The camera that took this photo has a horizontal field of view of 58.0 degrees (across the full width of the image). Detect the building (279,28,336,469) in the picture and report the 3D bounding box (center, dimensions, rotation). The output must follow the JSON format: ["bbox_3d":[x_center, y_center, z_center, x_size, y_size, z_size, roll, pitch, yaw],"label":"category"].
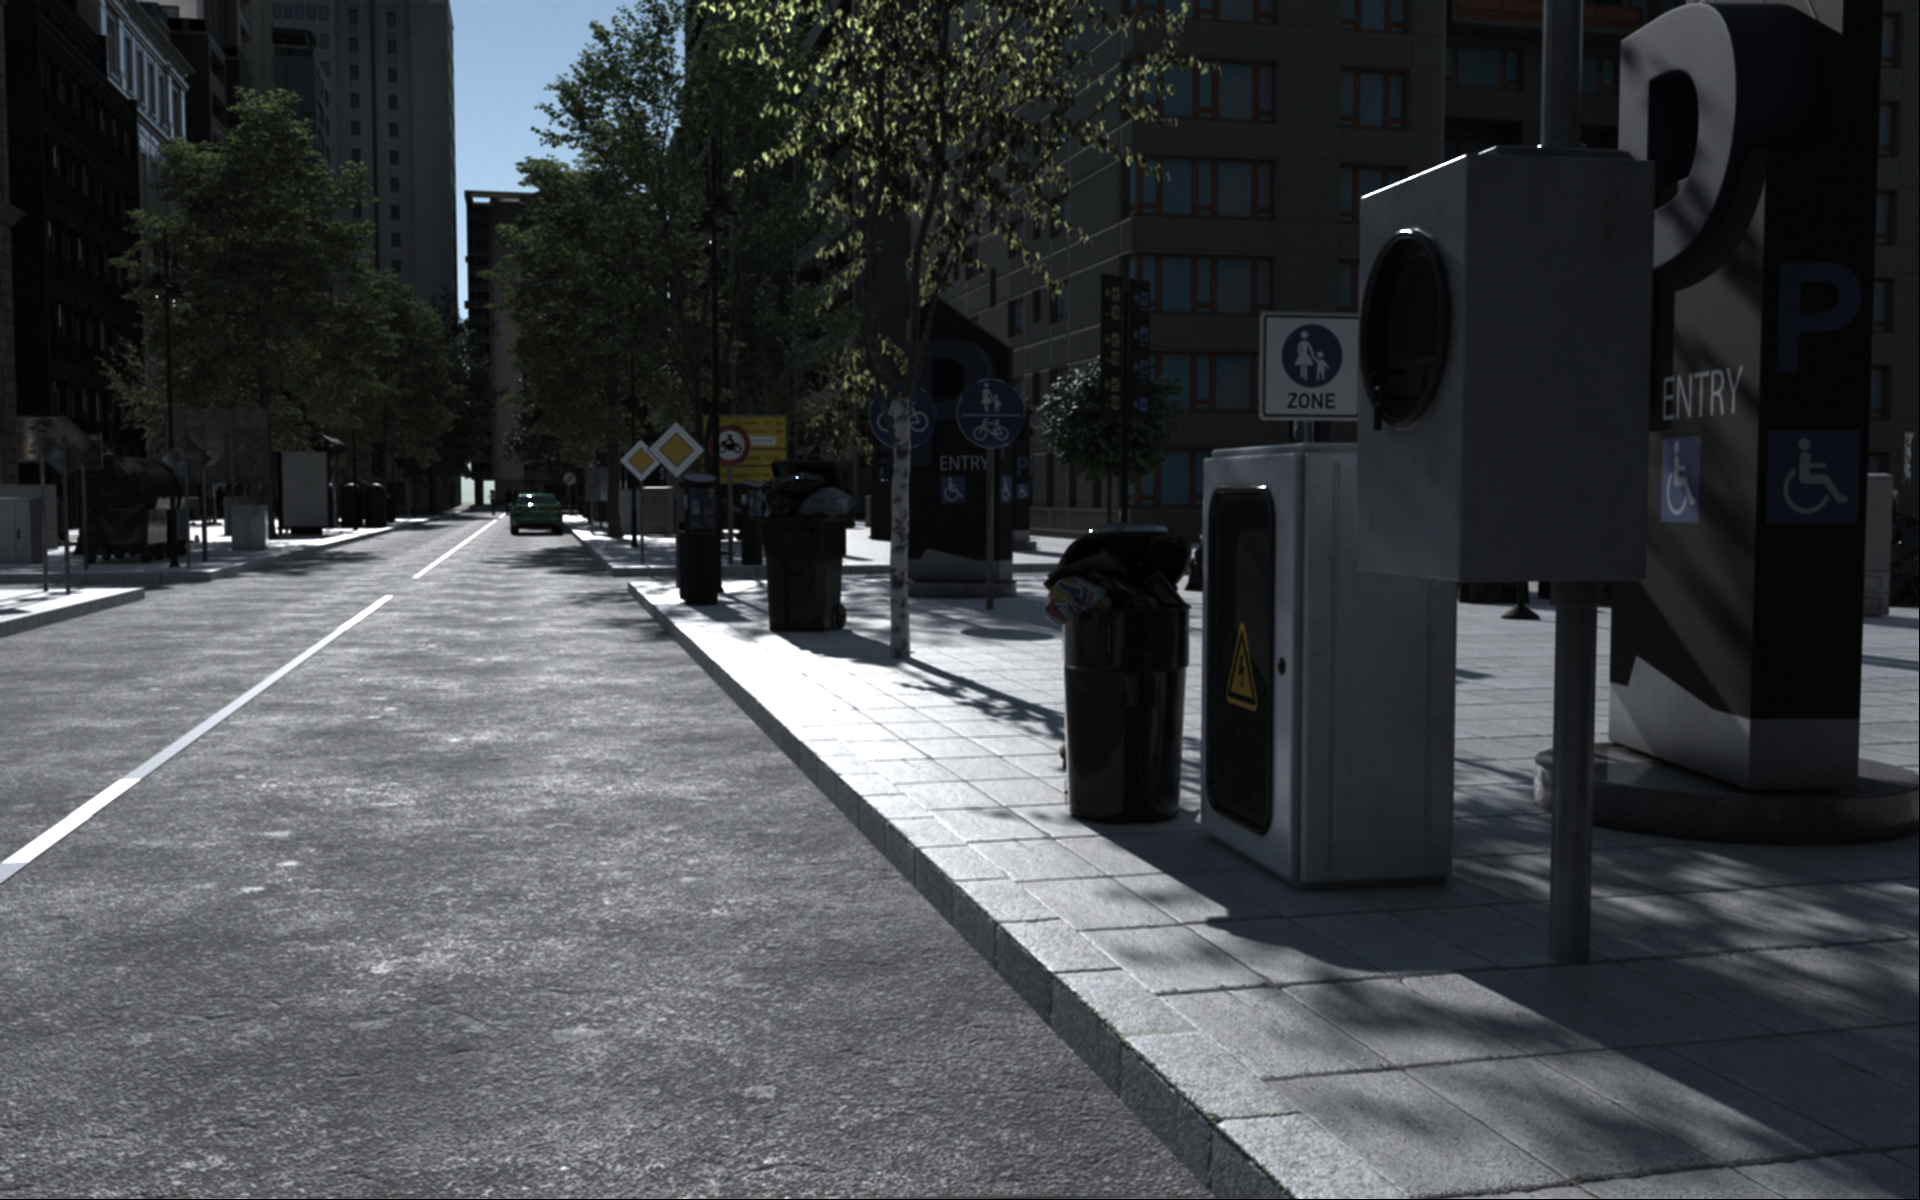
[{"bbox_3d":[-63.442,-28.773,154.040,14.086,41.232,14.154,-1,4,-14],"label":"building"}]

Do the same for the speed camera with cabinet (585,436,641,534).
[{"bbox_3d":[-11.364,-3.825,56.876,2.038,3.252,0.660,2,4,32],"label":"speed camera with cabinet"}]

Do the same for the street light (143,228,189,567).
[{"bbox_3d":[-13.845,-3.521,30.349,0.468,5.910,1.993,-1,4,-14],"label":"street light"}]

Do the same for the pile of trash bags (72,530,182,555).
[{"bbox_3d":[-18.038,-1.741,38.219,1.912,1.369,3.447,0,4,-4],"label":"pile of trash bags"}]

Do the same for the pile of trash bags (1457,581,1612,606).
[{"bbox_3d":[7.547,-0.666,20.650,3.447,1.369,1.912,1,4,20],"label":"pile of trash bags"}]

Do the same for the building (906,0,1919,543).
[{"bbox_3d":[15.127,-13.206,60.952,28.899,21.520,27.650,-1,4,-14],"label":"building"}]

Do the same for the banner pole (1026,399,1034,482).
[{"bbox_3d":[1.824,-3.381,45.291,0.401,3.779,0.863,-1,4,-10],"label":"banner pole"}]

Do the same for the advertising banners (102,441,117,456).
[{"bbox_3d":[-27.768,-3.781,58.014,0.090,3.025,2.074,2,4,26],"label":"advertising banners"}]

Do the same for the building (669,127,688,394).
[{"bbox_3d":[-27.282,-34.121,207.983,14.200,45.320,14.600,-1,4,-14],"label":"building"}]

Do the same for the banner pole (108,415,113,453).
[{"bbox_3d":[-26.650,-3.941,54.450,0.401,3.779,0.863,-2,4,-30],"label":"banner pole"}]

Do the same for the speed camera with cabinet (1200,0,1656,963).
[{"bbox_3d":[1.352,-0.681,5.470,0.660,3.252,2.038,-1,4,-11],"label":"speed camera with cabinet"}]

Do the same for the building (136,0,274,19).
[{"bbox_3d":[-54.988,-26.588,118.307,14.154,41.232,14.086,-1,4,-14],"label":"building"}]

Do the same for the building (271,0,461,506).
[{"bbox_3d":[-72.698,-40.223,199.637,28.212,58.520,21.231,-1,4,-14],"label":"building"}]

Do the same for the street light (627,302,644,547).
[{"bbox_3d":[-7.883,-4.219,41.768,0.468,5.910,1.993,-1,4,-14],"label":"street light"}]

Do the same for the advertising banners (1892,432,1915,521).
[{"bbox_3d":[26.080,-3.193,48.390,2.074,3.025,0.090,-2,4,-34],"label":"advertising banners"}]

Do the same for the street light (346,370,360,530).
[{"bbox_3d":[-21.567,-5.435,61.642,0.468,5.910,1.993,-1,4,-14],"label":"street light"}]

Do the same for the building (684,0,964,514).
[{"bbox_3d":[-10.662,-31.656,141.273,21.300,48.544,21.600,-1,4,-14],"label":"building"}]

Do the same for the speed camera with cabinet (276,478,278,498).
[{"bbox_3d":[-35.462,-6.009,92.585,2.038,3.252,0.660,-3,5,-44],"label":"speed camera with cabinet"}]

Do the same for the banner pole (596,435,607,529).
[{"bbox_3d":[-13.152,-4.455,62.856,0.401,3.779,0.863,1,4,13],"label":"banner pole"}]

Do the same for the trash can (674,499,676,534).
[{"bbox_3d":[-9.355,-2.685,55.549,0.748,1.137,0.748,0,3,0],"label":"trash can"}]

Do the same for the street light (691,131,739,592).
[{"bbox_3d":[-3.184,-3.044,22.551,0.468,5.910,1.993,-1,4,-14],"label":"street light"}]

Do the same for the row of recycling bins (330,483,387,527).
[{"bbox_3d":[-24.080,-3.671,67.126,3.534,1.692,1.069,-1,4,-13],"label":"row of recycling bins"}]

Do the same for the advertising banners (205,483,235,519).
[{"bbox_3d":[-38.324,-5.694,89.282,2.074,3.025,0.090,1,4,12],"label":"advertising banners"}]

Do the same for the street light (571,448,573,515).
[{"bbox_3d":[-23.391,-8.042,104.279,0.468,5.910,1.993,-1,4,-14],"label":"street light"}]

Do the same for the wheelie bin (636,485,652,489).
[{"bbox_3d":[-10.791,-3.116,58.847,0.980,1.594,0.693,-2,4,-30],"label":"wheelie bin"}]

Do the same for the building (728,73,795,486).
[{"bbox_3d":[-9.681,-21.530,123.713,14.160,30.474,14.107,-1,4,-14],"label":"building"}]

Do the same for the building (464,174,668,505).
[{"bbox_3d":[-47.857,-31.801,211.820,23.993,40.220,32.217,-1,4,-14],"label":"building"}]

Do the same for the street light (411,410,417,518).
[{"bbox_3d":[-29.420,-7.371,93.303,0.468,5.910,1.993,-1,4,-14],"label":"street light"}]

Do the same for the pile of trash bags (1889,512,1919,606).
[{"bbox_3d":[12.138,-0.620,19.895,3.447,1.369,1.912,2,4,28],"label":"pile of trash bags"}]

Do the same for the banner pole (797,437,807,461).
[{"bbox_3d":[-6.927,-5.271,76.204,0.401,3.779,0.863,-3,5,-44],"label":"banner pole"}]

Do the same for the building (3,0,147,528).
[{"bbox_3d":[-40.290,-14.544,67.464,12.332,23.373,15.834,-1,4,-14],"label":"building"}]

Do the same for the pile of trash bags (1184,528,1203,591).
[{"bbox_3d":[4.352,-0.887,24.256,1.912,1.369,3.447,1,4,21],"label":"pile of trash bags"}]

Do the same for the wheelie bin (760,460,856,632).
[{"bbox_3d":[-1.443,-0.514,16.308,0.980,1.594,0.693,1,4,16],"label":"wheelie bin"}]

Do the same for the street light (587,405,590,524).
[{"bbox_3d":[-15.659,-6.130,73.014,0.468,5.910,1.993,-1,4,-14],"label":"street light"}]

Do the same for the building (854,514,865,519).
[{"bbox_3d":[2.574,-29.088,99.283,21.300,48.544,21.600,-1,4,-14],"label":"building"}]

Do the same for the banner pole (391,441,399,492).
[{"bbox_3d":[-26.720,-5.620,81.905,0.401,3.779,0.863,0,4,5],"label":"banner pole"}]

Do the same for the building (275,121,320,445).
[{"bbox_3d":[-57.593,-22.088,132.844,14.160,30.474,14.107,-1,4,-14],"label":"building"}]

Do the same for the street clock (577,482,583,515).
[{"bbox_3d":[-23.026,-6.159,105.276,0.471,2.002,0.358,-1,4,-20],"label":"street clock"}]

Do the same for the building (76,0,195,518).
[{"bbox_3d":[-46.060,-18.258,84.424,13.634,28.700,20.117,-1,4,-14],"label":"building"}]

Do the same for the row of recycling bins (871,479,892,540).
[{"bbox_3d":[-0.826,-2.581,49.305,3.534,1.692,1.069,-1,4,-19],"label":"row of recycling bins"}]

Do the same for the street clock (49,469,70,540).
[{"bbox_3d":[-24.979,-2.662,48.095,0.471,2.002,0.358,-1,4,-19],"label":"street clock"}]

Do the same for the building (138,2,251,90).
[{"bbox_3d":[-51.214,-20.383,104.966,14.160,30.474,14.107,-1,4,-14],"label":"building"}]

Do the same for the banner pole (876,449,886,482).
[{"bbox_3d":[-4.020,-5.835,85.421,0.863,3.779,0.401,1,4,12],"label":"banner pole"}]
